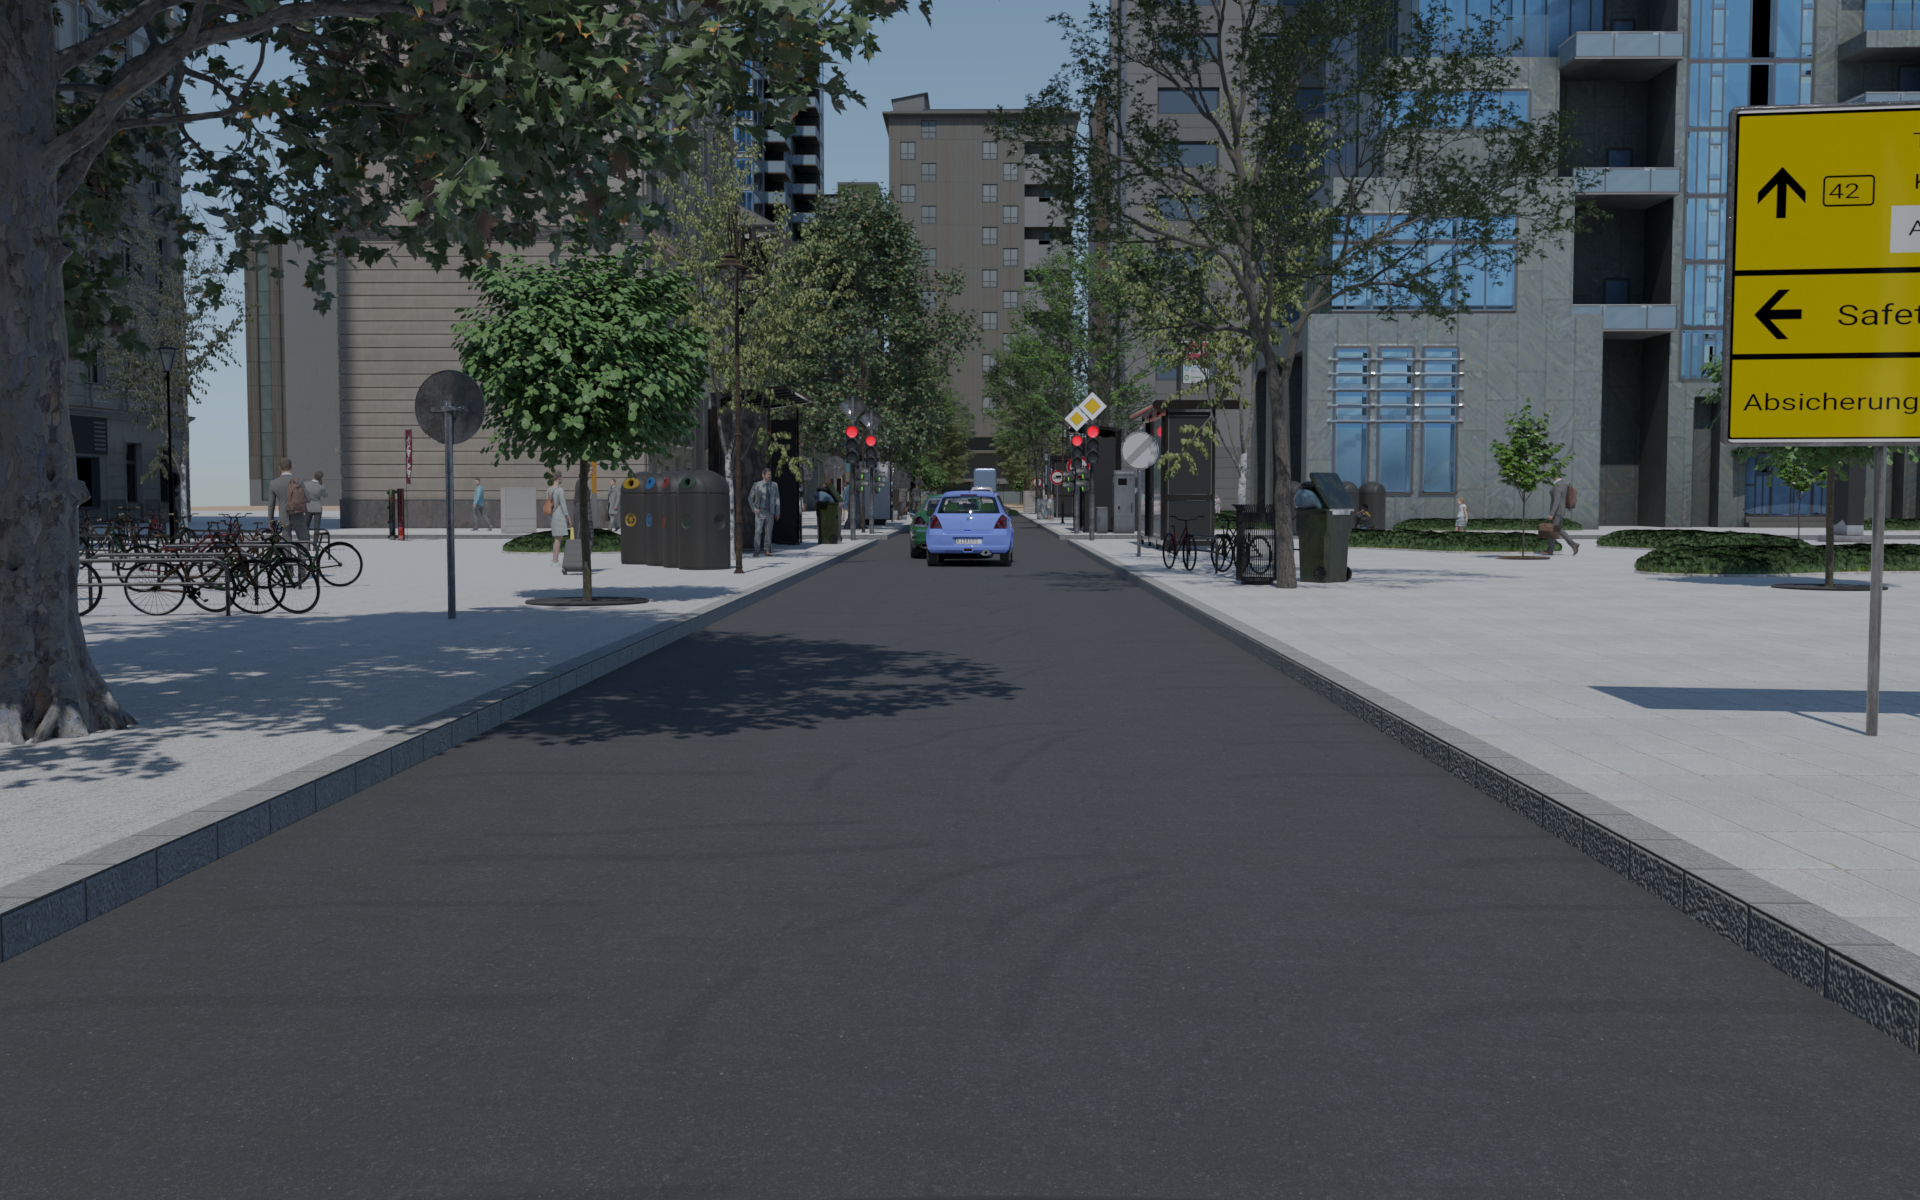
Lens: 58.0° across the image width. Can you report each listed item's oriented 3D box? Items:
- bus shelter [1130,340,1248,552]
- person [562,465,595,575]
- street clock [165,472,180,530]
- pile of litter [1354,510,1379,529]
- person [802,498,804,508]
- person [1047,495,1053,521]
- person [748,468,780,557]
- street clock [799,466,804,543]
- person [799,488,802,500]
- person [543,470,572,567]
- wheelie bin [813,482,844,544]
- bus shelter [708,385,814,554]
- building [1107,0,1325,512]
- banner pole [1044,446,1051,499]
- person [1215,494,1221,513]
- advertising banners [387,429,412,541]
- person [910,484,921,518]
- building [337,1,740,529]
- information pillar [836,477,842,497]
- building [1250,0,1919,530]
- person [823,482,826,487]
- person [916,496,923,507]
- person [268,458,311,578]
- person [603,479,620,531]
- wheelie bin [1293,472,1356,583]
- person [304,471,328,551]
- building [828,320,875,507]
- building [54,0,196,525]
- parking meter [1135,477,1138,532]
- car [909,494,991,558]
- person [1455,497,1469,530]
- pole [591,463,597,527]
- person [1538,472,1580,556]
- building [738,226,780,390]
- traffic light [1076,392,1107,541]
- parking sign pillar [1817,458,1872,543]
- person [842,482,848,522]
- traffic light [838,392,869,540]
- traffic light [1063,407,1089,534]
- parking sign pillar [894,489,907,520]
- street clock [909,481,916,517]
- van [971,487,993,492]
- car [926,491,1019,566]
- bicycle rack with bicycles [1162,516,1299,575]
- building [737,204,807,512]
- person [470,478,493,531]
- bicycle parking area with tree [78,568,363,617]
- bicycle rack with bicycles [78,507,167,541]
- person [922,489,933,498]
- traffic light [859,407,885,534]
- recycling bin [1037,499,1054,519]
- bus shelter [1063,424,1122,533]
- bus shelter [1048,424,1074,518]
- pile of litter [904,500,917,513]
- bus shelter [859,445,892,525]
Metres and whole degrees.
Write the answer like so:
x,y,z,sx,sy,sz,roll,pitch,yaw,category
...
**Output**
x,y,z,sx,sy,sz,roll,pitch,yaw,category
5.408,-3.983,42.749,2.179,5.291,8.768,0,4,1,bus shelter
-6.175,-1.332,28.037,0.699,1.804,1.509,0,4,5,person
-25.860,-3.206,56.994,0.471,2.002,0.358,1,4,9,street clock
10.559,-1.978,46.312,1.719,0.858,1.176,-1,4,-13,pile of litter
-10.491,-6.518,113.178,0.524,1.755,0.480,2,4,33,person
4.241,-4.310,81.193,0.352,1.250,0.332,2,4,30,person
-4.025,-1.807,35.686,0.635,1.810,0.391,-2,4,-28,person
-4.254,-2.499,45.426,0.358,2.002,0.471,0,4,8,street clock
-4.669,-2.529,47.570,0.661,1.801,0.590,0,4,-6,person
-7.057,-1.425,30.341,0.512,1.701,0.522,3,4,39,person
-3.376,-2.233,44.418,0.693,1.594,0.980,0,4,7,wheelie bin
-4.556,-3.003,40.383,1.731,3.624,6.357,0,4,1,bus shelter
20.105,-34.830,111.463,21.231,58.520,28.212,0,4,1,building
4.521,-6.087,89.533,0.401,3.779,0.863,2,4,27,banner pole
12.839,-4.646,86.279,0.425,1.301,0.394,-2,4,-32,person
-15.398,-3.146,47.630,0.090,3.025,2.074,-3,4,-36,advertising banners
-2.427,-5.427,94.573,0.655,1.846,0.447,-1,4,-18,person
-17.133,-17.030,75.705,12.463,27.353,25.104,0,4,1,building
-5.323,-4.358,75.744,0.304,2.012,0.304,-1,4,-16,information pillar
28.084,-46.357,70.615,31.000,86.520,22.319,0,4,1,building
-5.724,-4.158,74.306,0.850,1.792,0.678,-3,5,-43,person
-3.624,-8.237,140.804,1.348,1.812,0.705,2,4,35,person
-10.154,-1.238,26.241,0.622,1.834,0.822,-1,4,-20,person
-11.886,-3.241,59.135,0.694,1.812,0.767,3,5,44,person
5.268,-1.059,25.215,0.980,1.594,0.693,-3,5,-41,wheelie bin
-14.581,-2.007,39.031,0.592,1.802,0.473,0,4,-1,person
-24.326,-20.846,185.864,28.899,21.520,27.650,0,4,1,building
-57.263,-18.078,71.984,44.131,29.872,17.030,0,4,1,building
5.921,-3.276,59.268,0.399,1.863,0.255,-3,5,-45,parking meter
-0.154,-1.735,40.170,2.131,1.459,4.920,0,4,2,car
12.949,-2.046,44.505,0.382,1.210,0.505,-1,4,-12,person
-11.917,-3.826,56.400,0.158,3.312,0.155,0,3,0,pole
12.457,-1.834,35.992,0.822,1.834,0.622,1,4,20,person
-18.686,-14.063,97.384,16.820,18.784,16.811,0,4,1,building
3.621,-3.597,47.727,0.839,4.253,0.868,0,4,1,traffic light
23.760,-3.537,46.295,1.447,3.967,1.447,1,4,9,parking sign pillar
-5.171,-4.452,78.859,0.654,1.822,0.581,1,4,23,person
-2.940,-3.601,47.799,0.839,4.253,0.868,0,4,1,traffic light
3.728,-4.085,55.711,0.839,4.253,0.868,0,4,1,traffic light
-3.382,-6.002,86.609,1.447,3.967,1.447,-1,4,-12,parking sign pillar
-2.751,-5.766,98.841,0.471,2.002,0.358,1,4,14,street clock
1.313,-5.866,102.920,2.013,2.044,4.112,0,4,1,van
0.237,-1.590,35.595,1.945,1.707,3.694,0,4,2,car
4.768,-0.933,28.638,2.852,0.926,2.925,0,4,-7,bicycle rack with bicycles
-16.282,-16.589,120.376,9.793,20.994,18.267,0,4,1,building
-16.619,-3.310,60.023,0.748,1.841,0.638,1,4,10,person
-11.281,-2.067,20.794,9.016,4.147,8.231,0,4,0,bicycle parking area with tree
-23.334,-2.102,47.747,2.852,0.926,2.925,-2,4,-34,bicycle rack with bicycles
-2.717,-8.926,151.961,1.348,1.826,0.705,-2,4,-27,person
-2.833,-4.089,55.783,0.839,4.253,0.868,0,4,1,traffic light
4.341,-4.623,88.141,0.722,1.027,0.722,1,4,19,recycling bin
4.601,-4.217,60.236,1.731,3.624,6.357,0,4,1,bus shelter
5.884,-7.336,97.580,2.179,5.291,8.768,0,4,1,bus shelter
-3.622,-6.488,120.042,1.719,0.858,1.176,-1,4,-10,pile of litter
-3.563,-4.872,73.586,2.014,3.302,5.546,0,4,1,bus shelter
